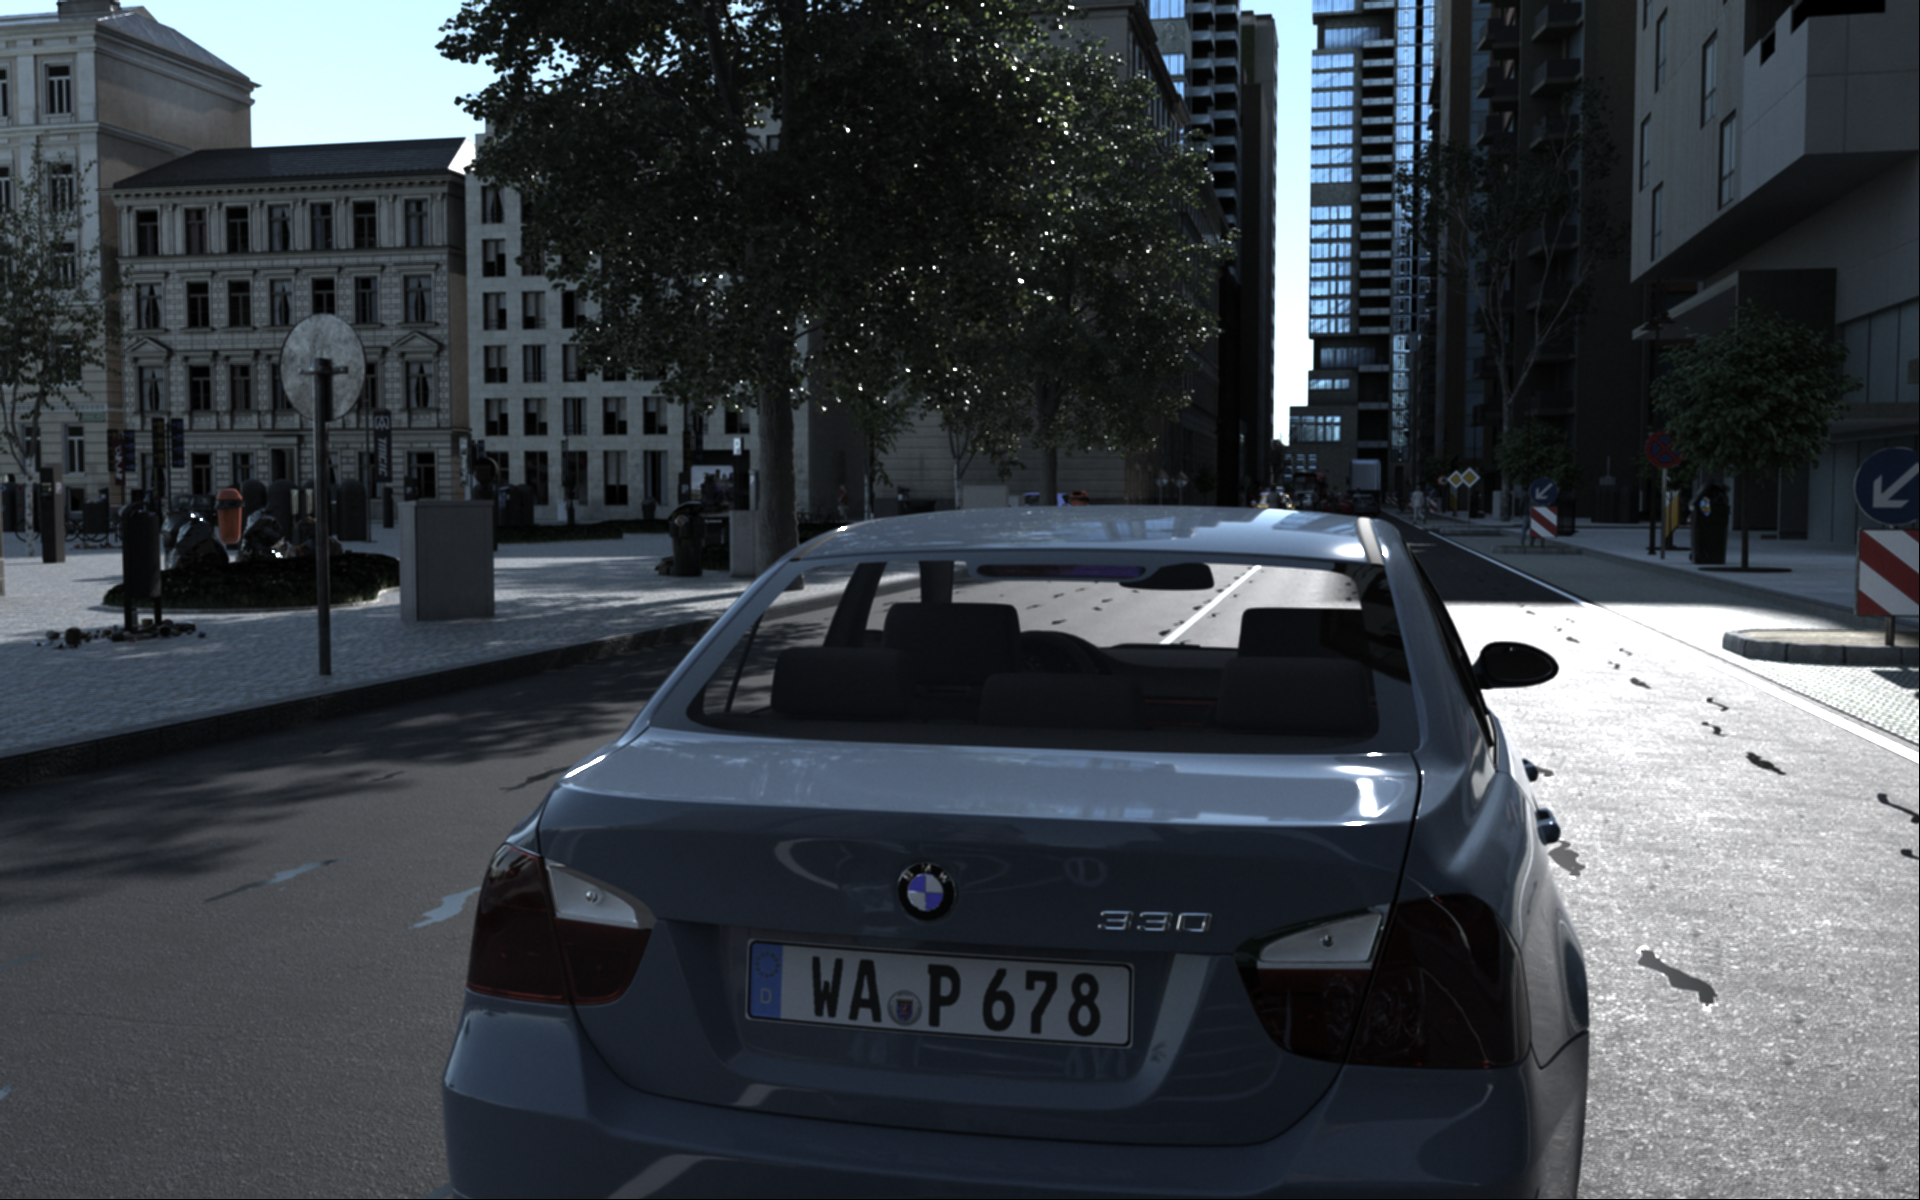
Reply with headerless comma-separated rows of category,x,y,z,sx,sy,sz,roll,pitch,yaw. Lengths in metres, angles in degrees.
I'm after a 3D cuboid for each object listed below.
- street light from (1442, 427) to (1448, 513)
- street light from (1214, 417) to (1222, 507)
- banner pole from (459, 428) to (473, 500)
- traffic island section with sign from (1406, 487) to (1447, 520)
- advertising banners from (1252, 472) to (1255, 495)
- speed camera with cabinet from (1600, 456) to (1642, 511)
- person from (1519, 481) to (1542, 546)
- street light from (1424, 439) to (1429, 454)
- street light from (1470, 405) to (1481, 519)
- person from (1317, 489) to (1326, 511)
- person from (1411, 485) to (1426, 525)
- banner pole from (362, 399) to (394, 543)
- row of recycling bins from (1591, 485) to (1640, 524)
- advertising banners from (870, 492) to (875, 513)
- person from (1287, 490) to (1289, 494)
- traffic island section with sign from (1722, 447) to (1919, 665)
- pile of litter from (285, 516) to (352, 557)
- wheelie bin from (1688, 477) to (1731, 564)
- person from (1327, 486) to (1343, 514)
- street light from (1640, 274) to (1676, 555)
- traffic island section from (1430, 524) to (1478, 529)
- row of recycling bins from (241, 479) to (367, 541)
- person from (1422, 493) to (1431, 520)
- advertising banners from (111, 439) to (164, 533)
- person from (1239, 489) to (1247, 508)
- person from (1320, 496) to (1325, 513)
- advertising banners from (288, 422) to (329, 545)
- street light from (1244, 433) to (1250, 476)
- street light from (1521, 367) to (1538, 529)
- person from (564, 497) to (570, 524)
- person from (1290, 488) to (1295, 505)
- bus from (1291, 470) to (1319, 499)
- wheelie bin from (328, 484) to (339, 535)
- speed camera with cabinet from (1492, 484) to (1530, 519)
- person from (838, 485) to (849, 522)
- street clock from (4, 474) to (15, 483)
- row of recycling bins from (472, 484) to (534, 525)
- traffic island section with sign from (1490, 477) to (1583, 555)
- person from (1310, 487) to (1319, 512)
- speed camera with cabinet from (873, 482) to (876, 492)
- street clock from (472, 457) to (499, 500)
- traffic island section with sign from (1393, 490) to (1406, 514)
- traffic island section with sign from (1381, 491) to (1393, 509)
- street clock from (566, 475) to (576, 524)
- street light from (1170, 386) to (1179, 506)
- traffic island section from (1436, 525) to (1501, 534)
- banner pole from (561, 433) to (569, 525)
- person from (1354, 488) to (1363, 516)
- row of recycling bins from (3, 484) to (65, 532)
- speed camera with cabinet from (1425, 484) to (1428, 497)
street light,32.709,-8.807,116.789,0.468,5.910,1.993,1,4,13
street light,15.110,-7.876,101.561,0.468,5.910,1.993,1,4,13
banner pole,-18.753,-4.641,65.896,0.863,3.779,0.401,2,4,33
traffic island section with sign,26.128,-5.383,96.646,1.989,1.847,2.006,1,4,13
advertising banners,22.987,-8.508,135.291,0.090,3.025,2.074,0,4,3
speed camera with cabinet,34.456,-5.869,90.292,2.038,3.252,0.660,0,4,7
person,14.983,-2.237,45.428,0.623,1.781,0.721,1,4,21
street light,38.814,-10.473,144.023,0.468,5.910,1.993,1,4,13
street light,26.816,-7.186,90.279,0.468,5.910,1.993,1,4,13
person,30.925,-8.575,148.646,1.348,1.831,0.705,-2,4,-24
person,21.233,-4.390,80.158,0.514,1.842,0.818,-2,4,-26
banner pole,-15.452,-3.418,45.901,0.863,3.779,0.401,0,4,-4
row of recycling bins,28.846,-4.234,76.337,1.069,1.692,3.534,0,4,-4
advertising banners,-5.092,-7.264,114.954,2.074,3.025,0.090,-2,4,-33
person,27.343,-8.292,144.349,0.850,1.792,0.678,1,4,12
traffic island section with sign,7.939,-0.412,15.357,1.989,1.847,2.006,1,4,13
pile of litter,-12.718,-1.228,34.038,1.719,0.858,1.176,0,4,5
wheelie bin,13.766,-1.461,31.793,0.693,1.594,0.980,1,4,14
person,19.456,-4.997,90.167,0.822,1.834,0.622,3,5,39
street light,14.666,-3.898,36.523,0.468,5.910,1.993,1,4,13
traffic island section,20.532,-3.023,71.705,2.009,0.180,2.903,1,4,13
row of recycling bins,-18.063,-2.473,47.541,3.534,1.692,1.069,0,4,-1
person,25.307,-5.060,93.830,0.503,1.515,0.523,3,5,40
advertising banners,-26.377,-3.631,55.559,0.090,3.025,2.074,1,4,20
person,15.661,-5.290,95.993,0.522,1.701,0.512,-3,4,-36
person,20.096,-5.106,96.229,0.590,1.304,0.306,-2,4,-30
advertising banners,-15.867,-2.816,42.232,2.074,3.025,0.090,3,5,43
street light,21.226,-9.531,128.625,0.468,5.910,1.993,1,4,13
street light,20.674,-5.518,63.007,0.468,5.910,1.993,1,4,13
person,-17.344,-3.917,76.826,0.394,1.301,0.425,1,4,19
person,20.552,-6.047,107.375,0.388,1.821,0.555,-2,4,-26
bus,36.608,-11.769,183.962,2.896,3.916,12.252,1,4,11
wheelie bin,-19.727,-2.858,54.636,0.980,1.594,0.693,1,4,10
speed camera with cabinet,28.125,-5.744,88.252,2.038,3.252,0.660,-2,4,-25
person,-4.876,-3.927,72.679,0.580,1.828,0.573,3,5,44
street clock,-34.073,-3.521,62.130,0.471,2.002,0.358,3,5,42
row of recycling bins,-18.292,-3.800,69.251,1.069,1.692,3.534,1,4,20
traffic island section with sign,13.839,-2.020,41.661,1.989,1.847,2.006,1,4,13
person,21.523,-5.932,105.336,0.661,1.843,0.795,-3,5,-42
speed camera with cabinet,-5.730,-7.878,123.141,0.660,3.252,2.038,1,4,9
street clock,-9.394,-1.820,34.327,0.471,2.002,0.358,0,4,1
traffic island section with sign,32.015,-6.992,122.952,1.989,1.847,2.006,1,4,13
traffic island section with sign,48.747,-11.568,197.769,1.989,1.847,2.006,1,4,13
street clock,-14.765,-3.744,65.790,0.358,2.002,0.471,1,4,11
street light,9.099,-6.213,74.374,0.468,5.910,1.993,1,4,13
traffic island section,18.789,-2.546,63.912,2.009,0.180,2.903,1,4,13
banner pole,-16.201,-4.959,71.101,0.401,3.779,0.863,1,4,8
person,26.005,-6.415,113.479,0.850,1.850,0.679,3,4,36
row of recycling bins,-32.044,-3.173,58.985,3.534,1.692,1.069,1,4,16
speed camera with cabinet,35.933,-8.455,132.567,0.660,3.252,2.038,1,4,15
